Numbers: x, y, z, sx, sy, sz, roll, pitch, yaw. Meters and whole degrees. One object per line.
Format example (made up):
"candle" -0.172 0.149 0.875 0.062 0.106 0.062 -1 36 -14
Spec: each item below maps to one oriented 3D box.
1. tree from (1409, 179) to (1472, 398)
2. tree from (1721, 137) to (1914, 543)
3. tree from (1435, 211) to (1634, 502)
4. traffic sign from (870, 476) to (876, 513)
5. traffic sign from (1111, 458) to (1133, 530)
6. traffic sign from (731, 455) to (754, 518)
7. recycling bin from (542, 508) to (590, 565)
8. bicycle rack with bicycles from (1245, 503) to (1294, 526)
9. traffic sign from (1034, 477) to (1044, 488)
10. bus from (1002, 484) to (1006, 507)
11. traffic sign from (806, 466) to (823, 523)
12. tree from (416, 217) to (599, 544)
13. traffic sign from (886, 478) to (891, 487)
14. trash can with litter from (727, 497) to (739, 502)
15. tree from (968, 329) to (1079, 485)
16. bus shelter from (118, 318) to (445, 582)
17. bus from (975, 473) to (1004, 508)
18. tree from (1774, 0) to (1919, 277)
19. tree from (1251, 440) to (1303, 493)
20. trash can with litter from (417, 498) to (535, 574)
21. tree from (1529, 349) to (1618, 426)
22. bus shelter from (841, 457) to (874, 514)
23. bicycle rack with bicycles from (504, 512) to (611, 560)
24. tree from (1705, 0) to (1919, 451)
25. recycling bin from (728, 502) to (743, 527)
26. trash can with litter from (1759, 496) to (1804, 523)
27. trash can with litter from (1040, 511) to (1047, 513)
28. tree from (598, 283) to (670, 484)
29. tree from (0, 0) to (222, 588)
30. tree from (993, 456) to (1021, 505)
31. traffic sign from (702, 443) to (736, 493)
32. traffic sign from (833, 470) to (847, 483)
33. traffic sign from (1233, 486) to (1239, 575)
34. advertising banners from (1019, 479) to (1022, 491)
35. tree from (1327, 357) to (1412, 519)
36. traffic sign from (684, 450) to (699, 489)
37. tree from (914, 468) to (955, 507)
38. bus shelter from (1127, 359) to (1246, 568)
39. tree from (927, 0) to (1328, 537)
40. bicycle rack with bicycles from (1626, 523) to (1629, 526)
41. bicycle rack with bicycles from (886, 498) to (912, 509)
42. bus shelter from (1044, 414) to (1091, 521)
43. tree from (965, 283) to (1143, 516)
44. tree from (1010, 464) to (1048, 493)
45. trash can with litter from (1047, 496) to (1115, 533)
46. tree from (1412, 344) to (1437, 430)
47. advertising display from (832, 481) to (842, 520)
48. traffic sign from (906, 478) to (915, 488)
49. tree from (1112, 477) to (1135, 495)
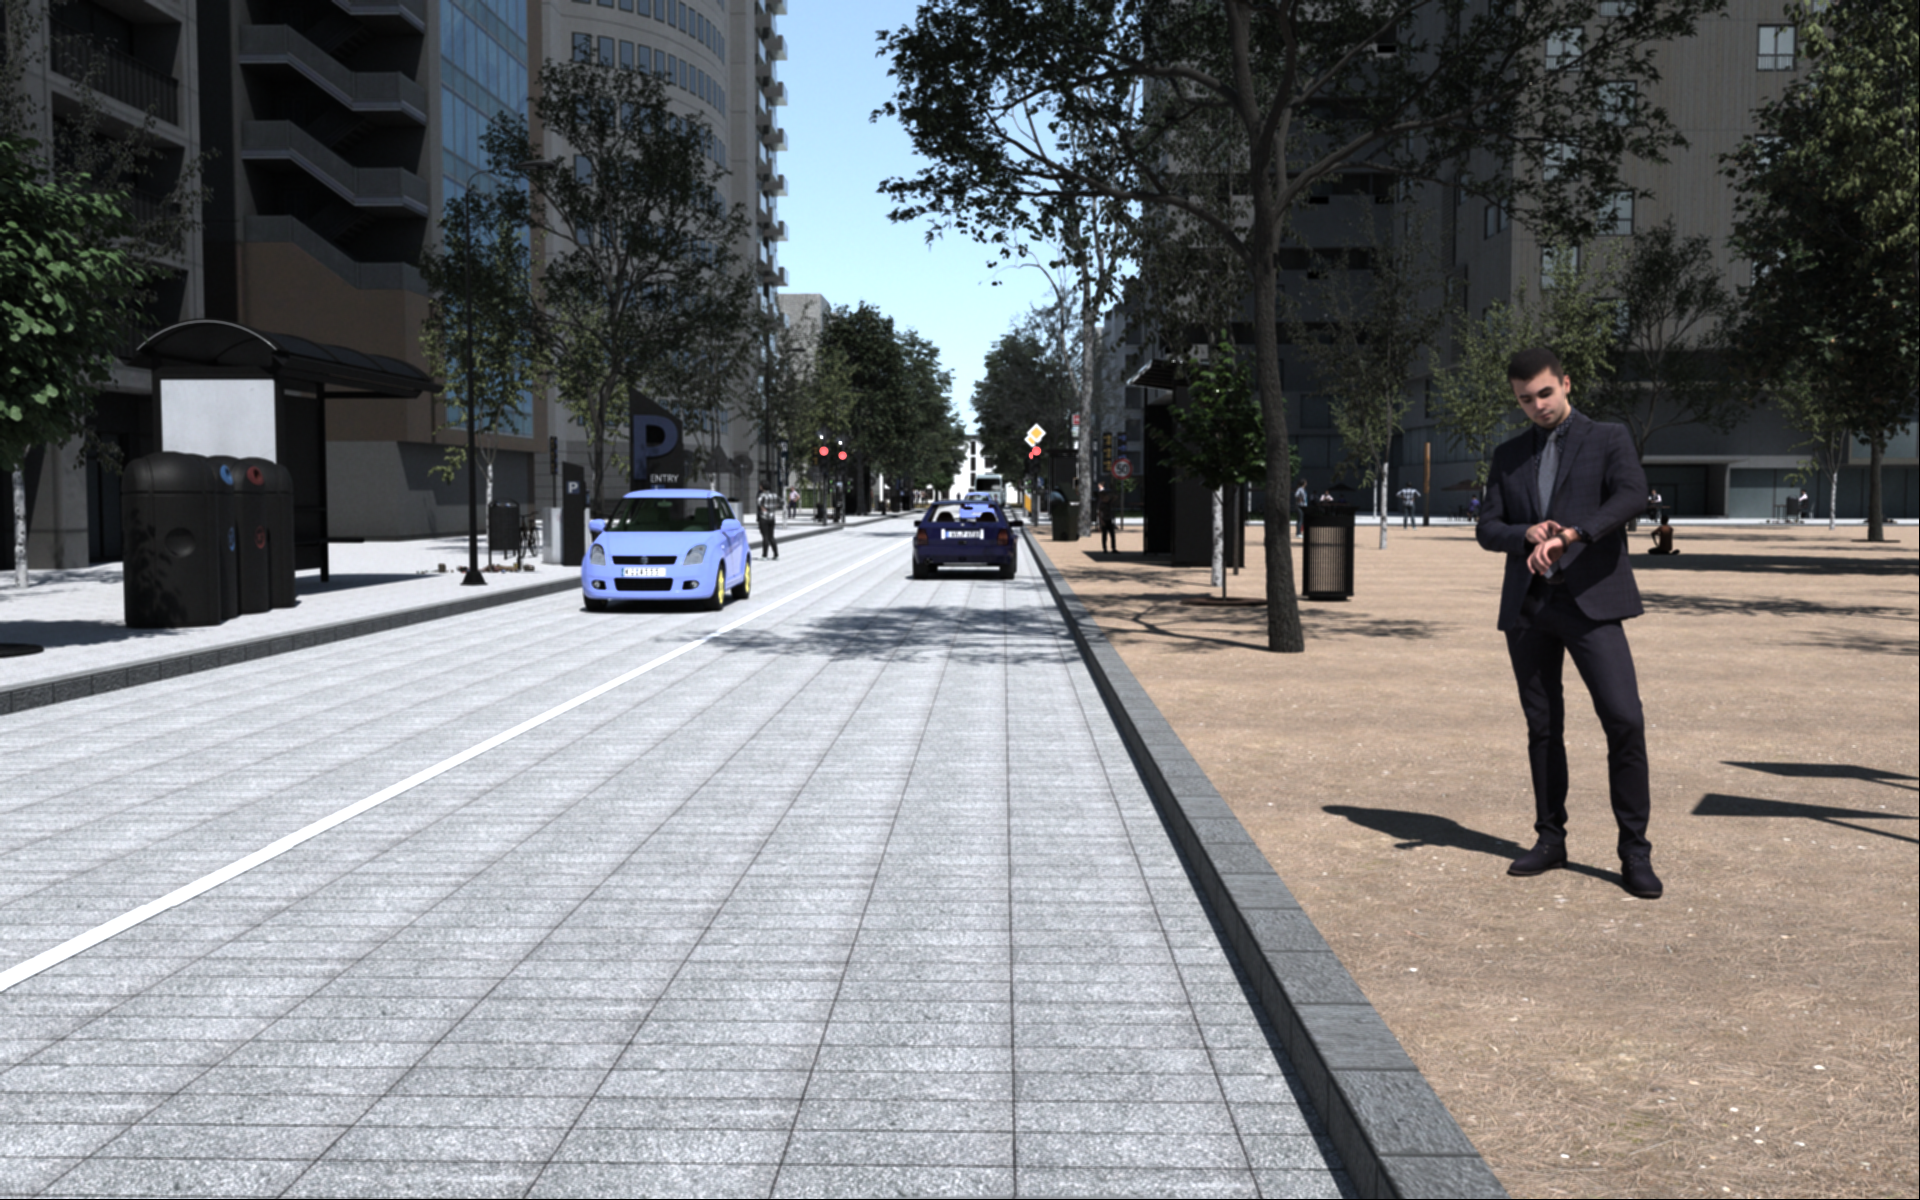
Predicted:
"tree" 9.676 -5.498 40.255 4.360 8.622 3.978 0 3 0
"tree" 24.471 -7.363 46.135 9.928 11.665 9.643 0 3 0
"tree" 15.650 -5.823 45.572 4.737 8.622 4.395 0 3 0
"traffic sign" -6.183 -7.314 119.683 0.768 2.556 0.104 0 4 4
"traffic sign" 5.758 -3.756 61.514 0.768 2.556 0.104 1 4 11
"traffic sign" -7.089 -3.438 56.311 0.768 2.556 0.104 1 4 10
"recycling bin" -7.244 -1.181 31.867 0.722 1.027 0.722 -2 4 -28
"bicycle rack with bicycles" 11.866 -3.351 68.176 2.852 0.926 2.925 1 4 16
"traffic sign" 5.790 -7.753 126.869 0.768 2.556 0.104 1 4 11
"bus" 3.928 -12.565 200.299 2.948 3.499 13.247 0 4 0
"traffic sign" -6.526 -4.745 77.684 0.768 2.556 0.104 0 4 6
"tree" -12.161 -5.767 44.645 4.737 8.622 4.395 0 3 0
"traffic sign" -5.418 -8.302 135.839 0.768 2.556 0.104 0 4 2
"trash can with litter" -8.158 -3.016 60.706 0.624 1.170 1.055 -2 4 -34
"tree" 5.253 -13.781 131.967 9.857 13.997 8.962 0 3 0
"bus shelter" -8.630 -1.764 22.763 2.014 3.302 5.546 0 4 1
"bus" 2.836 -10.652 169.023 2.948 3.499 13.247 0 4 2
"tree" 9.814 -4.067 16.863 4.737 8.622 4.395 0 3 0
"tree" 16.247 -6.539 90.626 4.285 4.588 4.351 0 3 0
"trash can with litter" -7.963 -1.078 28.681 2.233 1.210 1.678 -2 4 -35
"tree" 29.422 -8.067 82.258 4.360 8.622 3.978 0 3 0
"bus shelter" -6.570 -7.415 112.525 1.731 3.624 6.357 0 4 2
"bicycle rack with bicycles" -8.060 -1.327 35.081 2.852 0.926 2.925 0 4 -8
"tree" 16.554 -6.737 27.153 9.611 12.733 9.660 0 3 0
"recycling bin" -7.161 -2.512 53.618 0.722 1.027 0.722 0 4 7
"trash can with litter" 36.255 -3.993 76.347 2.233 1.210 1.678 0 4 -1
"trash can with litter" 5.849 -6.648 119.749 2.233 1.210 1.678 0 4 -2
"tree" -11.538 -6.406 55.102 4.737 8.622 4.395 0 3 0
"tree" -12.596 -4.467 23.400 4.360 8.622 3.978 0 3 0
"tree" 7.643 -18.023 212.802 7.486 12.596 7.792 0 3 0
"traffic sign" -6.151 -2.699 44.138 0.884 2.594 0.081 0 4 6
"traffic sign" -6.327 -5.566 91.115 0.768 2.556 0.104 0 4 8
"traffic sign" 4.369 -1.666 27.352 0.768 2.556 0.104 0 4 2
"advertising banners" 5.484 -9.003 143.393 0.090 3.025 2.074 -3 4 -36
"tree" 21.440 -8.557 90.270 4.737 8.622 4.395 0 3 0
"traffic sign" -7.882 -3.039 49.799 0.768 2.556 0.104 0 4 4
"tree" -2.262 -14.036 213.202 4.285 4.588 4.351 0 3 0
"bus shelter" 4.272 -2.563 33.183 1.731 3.624 6.357 0 4 1
"tree" 4.935 -12.013 52.299 12.611 20.169 13.585 0 3 0
"bicycle rack with bicycles" 24.739 -3.338 67.956 2.925 0.926 2.852 2 4 24
"bicycle rack with bicycles" -5.349 -8.280 148.767 2.852 0.926 2.925 -1 4 -12
"bus shelter" 5.200 -6.537 84.508 2.179 5.291 8.768 0 4 1
"tree" 5.550 -11.581 99.712 12.009 13.543 11.850 0 3 0
"tree" 6.069 -9.538 139.655 4.285 4.588 4.351 0 3 0
"trash can with litter" 4.328 -2.900 58.466 1.678 1.210 2.233 -2 4 -31
"tree" 19.846 -7.077 66.072 4.737 8.622 4.395 0 3 0
"advertising display" -6.152 -5.022 87.318 0.123 1.923 0.974 2 4 28
"traffic sign" -4.060 -8.584 140.450 0.768 2.556 0.104 0 4 3
"tree" 10.668 -7.259 113.281 1.663 3.219 1.824 0 3 0
